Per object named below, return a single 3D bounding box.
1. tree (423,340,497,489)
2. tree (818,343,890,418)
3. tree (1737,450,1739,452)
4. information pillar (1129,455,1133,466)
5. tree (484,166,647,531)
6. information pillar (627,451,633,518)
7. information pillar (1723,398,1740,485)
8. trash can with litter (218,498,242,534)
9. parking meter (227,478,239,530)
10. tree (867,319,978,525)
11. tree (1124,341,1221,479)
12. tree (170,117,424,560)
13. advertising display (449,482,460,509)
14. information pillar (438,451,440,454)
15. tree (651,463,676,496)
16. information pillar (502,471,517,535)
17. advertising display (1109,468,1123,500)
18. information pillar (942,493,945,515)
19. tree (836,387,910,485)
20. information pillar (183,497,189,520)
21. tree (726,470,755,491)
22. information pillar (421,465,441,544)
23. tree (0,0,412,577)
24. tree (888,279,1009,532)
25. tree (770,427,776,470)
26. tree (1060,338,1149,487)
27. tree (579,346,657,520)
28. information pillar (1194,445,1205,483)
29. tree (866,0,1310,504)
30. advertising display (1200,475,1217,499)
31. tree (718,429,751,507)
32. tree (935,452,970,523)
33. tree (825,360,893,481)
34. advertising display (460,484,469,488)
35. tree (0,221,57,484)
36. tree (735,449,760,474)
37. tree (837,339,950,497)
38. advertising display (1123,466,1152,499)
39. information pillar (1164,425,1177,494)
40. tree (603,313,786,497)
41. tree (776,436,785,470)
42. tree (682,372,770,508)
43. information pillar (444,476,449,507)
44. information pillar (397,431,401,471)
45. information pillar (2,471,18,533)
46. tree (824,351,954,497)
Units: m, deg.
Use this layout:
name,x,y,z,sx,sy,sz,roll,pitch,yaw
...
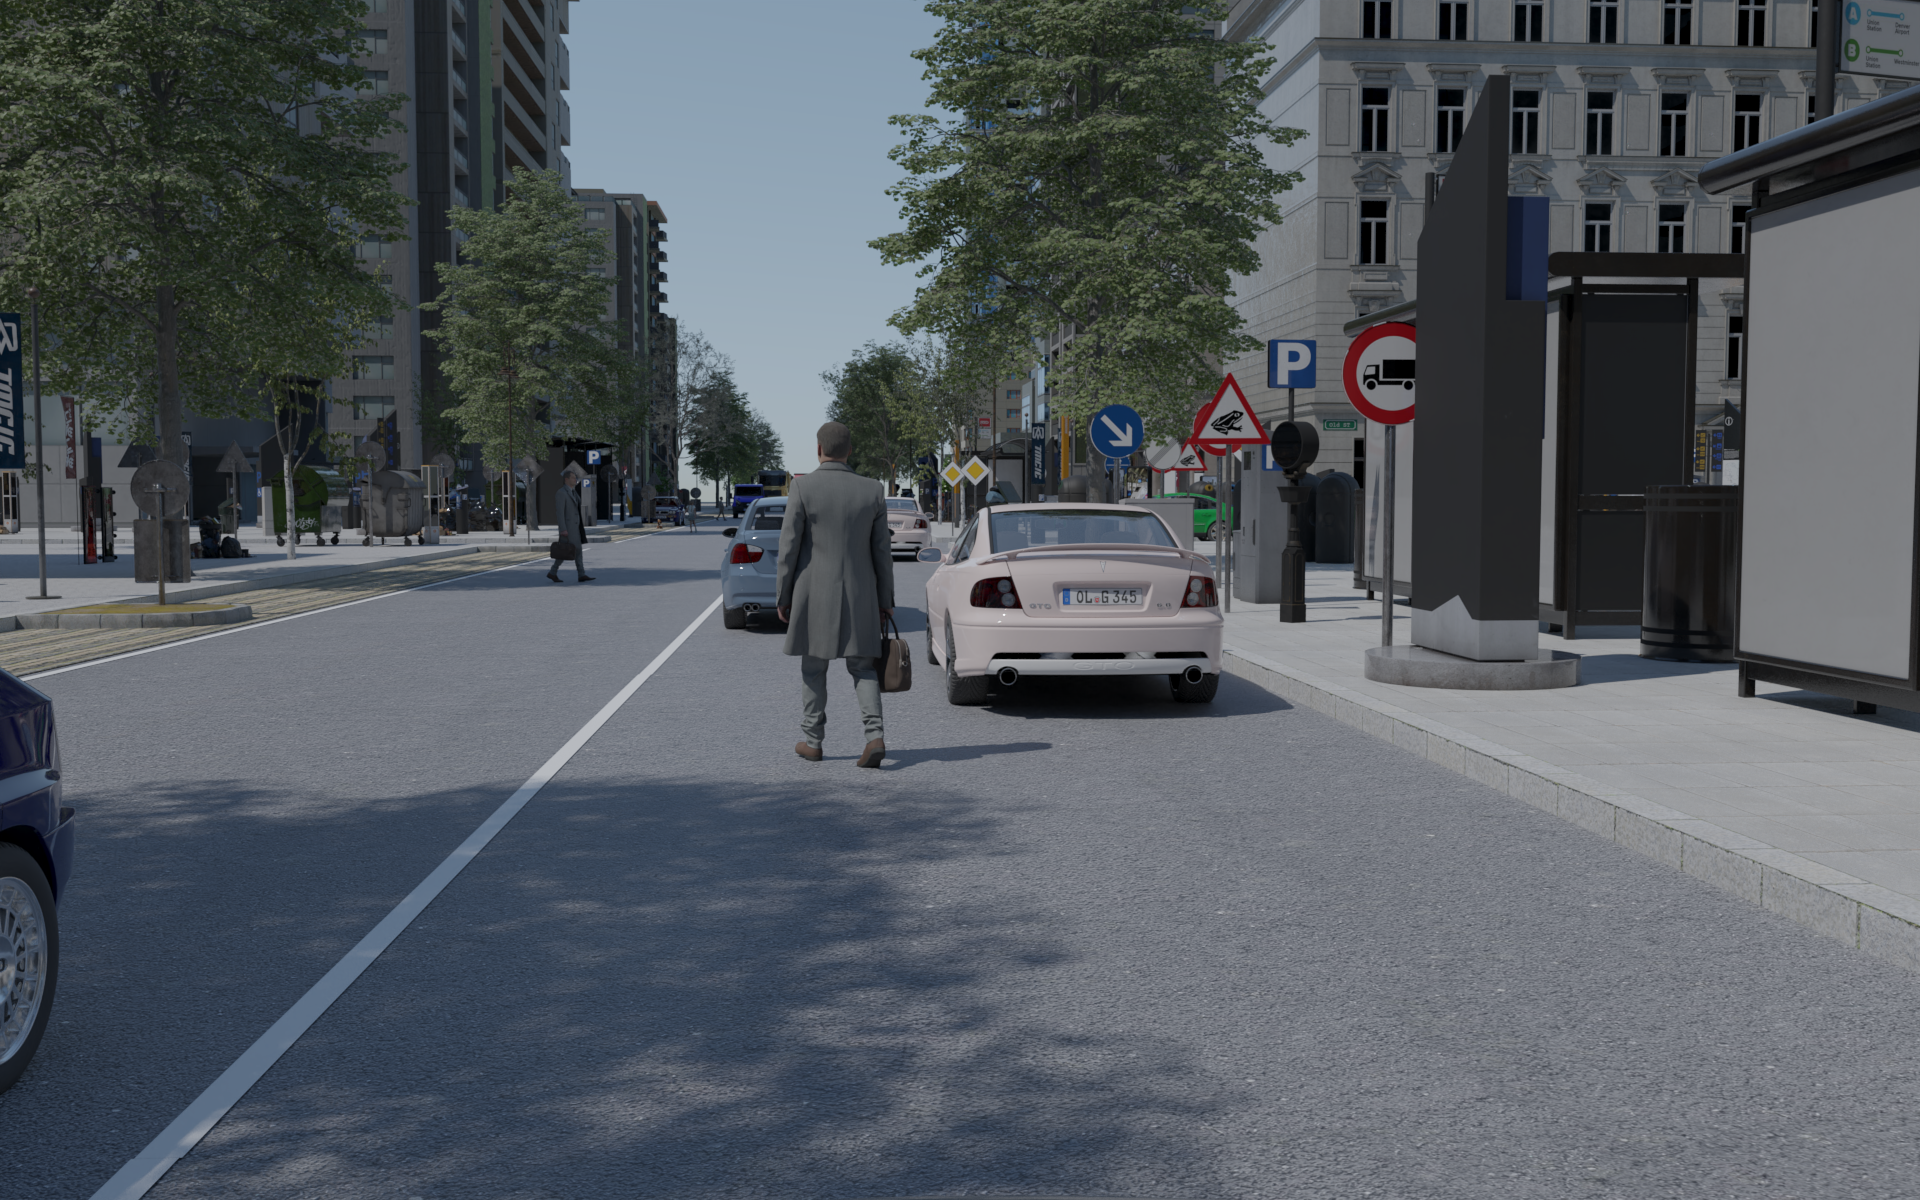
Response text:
name,x,y,z,sx,sy,sz,roll,pitch,yaw
tree,-23.360,-7.959,80.491,4.737,8.622,4.395,0,3,0
tree,-11.397,-22.114,217.449,12.611,20.169,13.585,0,3,0
tree,17.930,-2.665,38.182,1.663,3.219,1.824,0,3,0
information pillar,9.551,-6.449,96.793,0.183,3.616,0.504,-1,4,-9
tree,-14.803,-8.688,60.168,7.486,12.596,7.792,0,3,0
information pillar,-18.078,-6.323,94.734,0.183,3.616,0.504,-2,4,-34
information pillar,18.831,-3.114,42.268,0.183,3.616,0.504,-2,4,-27
trash can with litter,-23.444,-2.672,55.069,0.624,1.170,1.055,2,4,35
parking meter,-26.268,-3.480,62.606,0.399,1.863,0.255,-2,4,-27
tree,-1.056,-7.470,72.500,4.737,8.622,4.395,0,3,0
tree,8.592,-7.382,71.064,4.360,8.622,3.978,0,3,0
tree,-13.010,-5.082,33.447,4.737,8.622,4.395,0,3,0
advertising display,-27.248,-5.330,92.357,0.123,1.923,0.974,2,4,32
information pillar,-28.201,-6.276,93.961,0.183,3.616,0.504,-2,4,-32
tree,-18.222,-6.727,104.588,1.663,3.219,1.824,0,3,0
information pillar,-14.286,-3.085,54.925,0.304,2.012,0.304,2,4,34
advertising display,3.880,-2.304,42.891,0.123,1.923,0.974,1,4,22
information pillar,-1.067,-5.965,102.013,0.304,2.012,0.304,1,4,11
tree,-9.334,-16.074,179.819,9.611,12.733,9.660,0,3,0
information pillar,-28.583,-3.622,63.708,0.304,2.012,0.304,0,3,0
tree,-25.739,-13.445,203.539,4.285,4.588,4.351,0,3,0
information pillar,-13.546,-2.436,44.314,0.304,2.012,0.304,2,4,35
tree,-12.066,-6.604,26.110,7.486,12.596,7.792,0,3,0
tree,-0.098,-6.597,58.222,4.360,8.622,3.978,0,3,0
tree,-25.697,-16.587,189.319,7.486,12.596,7.792,0,3,0
tree,6.396,-7.737,76.870,4.737,8.622,4.395,0,3,0
tree,-16.850,-8.298,86.041,4.737,8.622,4.395,0,3,0
information pillar,9.500,-4.736,68.788,0.183,3.616,0.504,-3,4,-38
tree,2.243,-6.850,30.130,7.486,12.596,7.792,0,3,0
advertising display,8.666,-3.360,60.151,0.974,1.923,0.123,-3,5,-43
tree,-22.893,-13.531,171.592,4.360,8.622,3.978,0,3,0
tree,-0.546,-5.090,77.823,1.663,3.219,1.824,0,3,0
tree,-7.411,-14.974,155.200,12.009,13.543,11.850,0,3,0
advertising display,-31.157,-6.293,108.106,0.974,1.923,0.123,-1,4,-20
tree,-22.645,-5.468,39.768,4.360,8.622,3.978,0,3,0
tree,-27.169,-16.288,216.670,4.737,8.622,4.395,0,3,0
tree,-5.538,-14.380,141.761,9.857,13.997,8.962,0,3,0
advertising display,4.125,-2.120,39.874,0.123,1.923,0.974,-2,4,-24
information pillar,6.931,-4.031,57.267,0.504,3.616,0.183,2,4,32
tree,-19.543,-12.717,118.293,12.009,13.543,11.850,0,3,0
tree,-31.440,-21.785,274.313,7.486,12.596,7.792,0,3,0
tree,-22.081,-14.702,158.511,7.486,12.596,7.792,0,3,0
information pillar,-20.626,-3.958,69.212,0.304,2.012,0.304,2,4,23
information pillar,-20.898,-4.457,64.229,0.183,3.616,0.504,1,4,19
information pillar,-30.954,-3.177,56.442,0.304,2.012,0.304,1,4,11
tree,-4.294,-10.900,112.634,8.767,10.594,7.601,-2,4,-27
